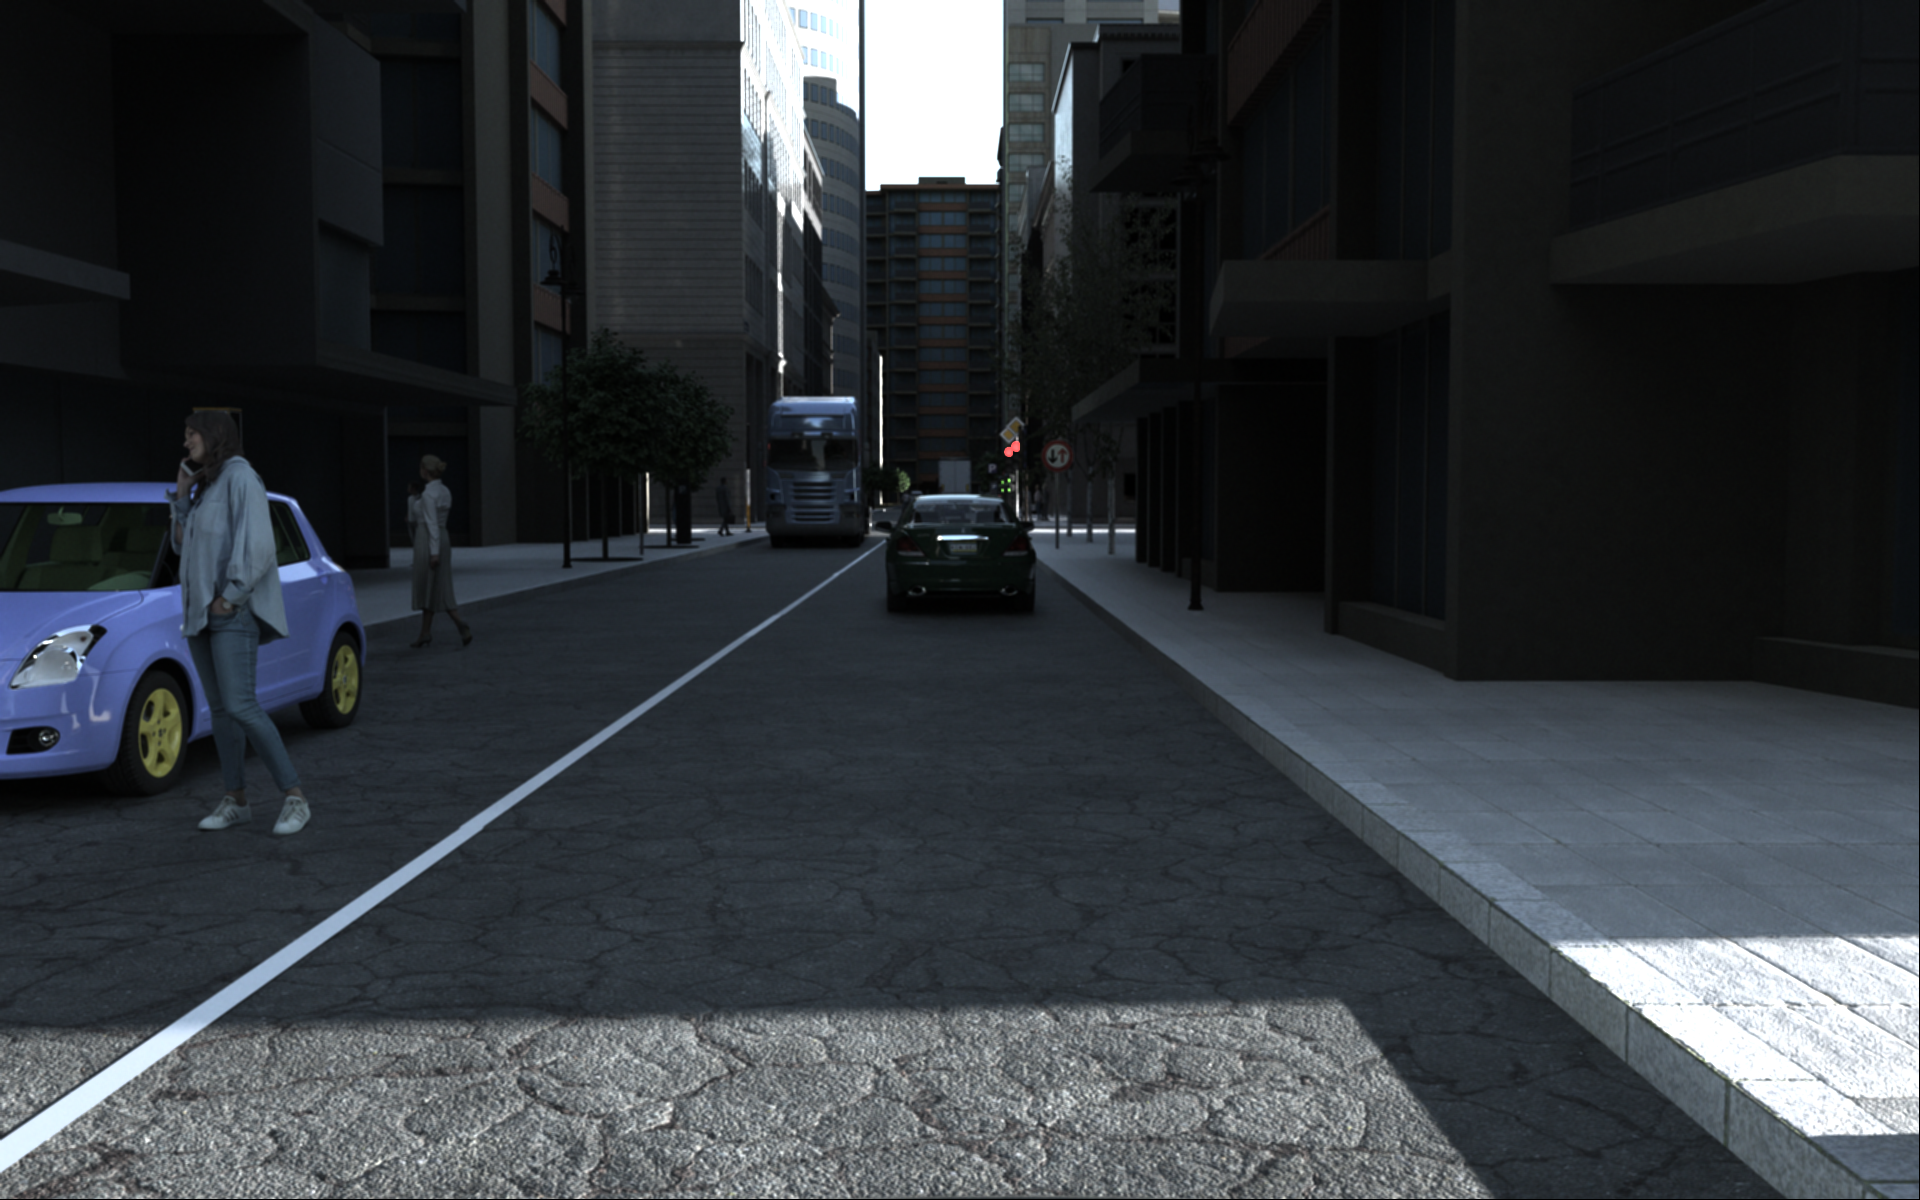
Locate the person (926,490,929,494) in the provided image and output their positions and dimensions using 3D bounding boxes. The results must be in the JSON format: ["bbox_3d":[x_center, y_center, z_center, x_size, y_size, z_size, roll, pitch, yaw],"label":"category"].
[{"bbox_3d":[-2.502,-7.562,132.692,0.362,1.759,0.519,1,4,14],"label":"person"}]

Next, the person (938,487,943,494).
[{"bbox_3d":[-0.778,-4.496,82.289,0.573,1.790,0.520,-1,4,-9],"label":"person"}]

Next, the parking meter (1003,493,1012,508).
[{"bbox_3d":[2.446,-5.102,89.126,0.399,1.863,0.255,-1,4,-10],"label":"parking meter"}]

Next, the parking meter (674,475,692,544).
[{"bbox_3d":[-7.117,-2.371,44.483,0.399,1.863,0.255,0,4,1],"label":"parking meter"}]

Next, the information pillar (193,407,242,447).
[{"bbox_3d":[-6.349,-0.635,14.871,0.304,2.012,0.304,0,4,-3],"label":"information pillar"}]

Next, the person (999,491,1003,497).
[{"bbox_3d":[2.696,-7.071,121.615,0.622,1.834,0.822,-1,4,-22],"label":"person"}]

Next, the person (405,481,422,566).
[{"bbox_3d":[-9.651,-1.359,30.851,0.503,1.515,0.523,0,4,4],"label":"person"}]

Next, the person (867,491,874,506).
[{"bbox_3d":[-10.023,-11.285,190.647,1.348,1.812,0.705,-3,5,-39],"label":"person"}]

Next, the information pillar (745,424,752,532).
[{"bbox_3d":[-7.138,-4.092,58.264,0.183,3.616,0.504,-1,4,-12],"label":"information pillar"}]

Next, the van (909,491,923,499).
[{"bbox_3d":[-5.156,-12.188,206.278,2.013,2.044,4.112,0,4,-1],"label":"van"}]

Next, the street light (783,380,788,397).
[{"bbox_3d":[-7.076,-5.968,70.366,0.468,5.910,1.993,0,4,0],"label":"street light"}]

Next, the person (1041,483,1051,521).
[{"bbox_3d":[4.113,-4.668,82.548,0.526,1.800,0.537,1,4,10],"label":"person"}]

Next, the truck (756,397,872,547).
[{"bbox_3d":[-4.124,-3.914,53.747,2.967,4.110,18.799,0,4,-2],"label":"truck"}]

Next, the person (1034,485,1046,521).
[{"bbox_3d":[3.922,-4.724,83.956,0.598,1.740,0.731,1,4,12],"label":"person"}]

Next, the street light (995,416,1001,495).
[{"bbox_3d":[2.282,-7.932,102.474,0.468,5.910,1.993,0,4,0],"label":"street light"}]

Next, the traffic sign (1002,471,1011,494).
[{"bbox_3d":[2.407,-5.055,82.761,0.768,2.556,0.104,0,4,5],"label":"traffic sign"}]

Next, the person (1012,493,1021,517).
[{"bbox_3d":[3.167,-5.589,97.621,0.583,1.804,0.606,2,4,28],"label":"person"}]

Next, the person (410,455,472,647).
[{"bbox_3d":[-4.868,-0.458,16.207,0.641,1.798,0.478,1,4,21],"label":"person"}]

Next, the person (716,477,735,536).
[{"bbox_3d":[-7.150,-2.856,52.844,0.767,1.812,0.694,-3,5,-43],"label":"person"}]

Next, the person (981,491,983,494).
[{"bbox_3d":[2.765,-12.739,215.054,1.217,1.736,0.721,0,4,1],"label":"person"}]

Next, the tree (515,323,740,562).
[{"bbox_3d":[-6.784,-3.040,33.426,4.285,4.588,4.351,0,3,0],"label":"tree"}]

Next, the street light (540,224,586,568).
[{"bbox_3d":[-6.827,-3.494,29.916,0.468,5.910,1.993,0,4,0],"label":"street light"}]

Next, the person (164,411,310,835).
[{"bbox_3d":[-3.100,0.081,7.435,0.793,1.790,0.793,1,4,11],"label":"person"}]

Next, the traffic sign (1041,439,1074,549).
[{"bbox_3d":[2.281,-2.471,40.500,0.768,2.556,0.104,0,4,6],"label":"traffic sign"}]

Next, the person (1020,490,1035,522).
[{"bbox_3d":[3.095,-4.494,79.865,0.694,1.780,0.624,-3,5,-41],"label":"person"}]

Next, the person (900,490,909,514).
[{"bbox_3d":[-4.000,-6.994,123.519,0.731,1.740,0.598,-3,4,-37],"label":"person"}]

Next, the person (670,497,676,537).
[{"bbox_3d":[-8.436,-2.802,51.864,0.555,1.821,0.388,1,4,23],"label":"person"}]

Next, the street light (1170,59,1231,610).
[{"bbox_3d":[2.613,-2.828,19.026,0.468,5.910,1.993,0,4,0],"label":"street light"}]

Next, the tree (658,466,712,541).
[{"bbox_3d":[-7.489,-3.263,47.955,1.663,3.219,1.824,0,3,0],"label":"tree"}]

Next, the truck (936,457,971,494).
[{"bbox_3d":[-0.478,-9.111,137.881,2.839,4.237,11.283,0,4,-1],"label":"truck"}]

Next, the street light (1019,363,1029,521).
[{"bbox_3d":[2.346,-5.421,61.420,0.468,5.910,1.993,0,4,0],"label":"street light"}]

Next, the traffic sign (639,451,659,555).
[{"bbox_3d":[-6.723,-2.226,36.506,0.768,2.556,0.104,0,3,0],"label":"traffic sign"}]

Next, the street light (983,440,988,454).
[{"bbox_3d":[2.105,-10.528,144.914,0.468,5.910,1.993,0,4,0],"label":"street light"}]
